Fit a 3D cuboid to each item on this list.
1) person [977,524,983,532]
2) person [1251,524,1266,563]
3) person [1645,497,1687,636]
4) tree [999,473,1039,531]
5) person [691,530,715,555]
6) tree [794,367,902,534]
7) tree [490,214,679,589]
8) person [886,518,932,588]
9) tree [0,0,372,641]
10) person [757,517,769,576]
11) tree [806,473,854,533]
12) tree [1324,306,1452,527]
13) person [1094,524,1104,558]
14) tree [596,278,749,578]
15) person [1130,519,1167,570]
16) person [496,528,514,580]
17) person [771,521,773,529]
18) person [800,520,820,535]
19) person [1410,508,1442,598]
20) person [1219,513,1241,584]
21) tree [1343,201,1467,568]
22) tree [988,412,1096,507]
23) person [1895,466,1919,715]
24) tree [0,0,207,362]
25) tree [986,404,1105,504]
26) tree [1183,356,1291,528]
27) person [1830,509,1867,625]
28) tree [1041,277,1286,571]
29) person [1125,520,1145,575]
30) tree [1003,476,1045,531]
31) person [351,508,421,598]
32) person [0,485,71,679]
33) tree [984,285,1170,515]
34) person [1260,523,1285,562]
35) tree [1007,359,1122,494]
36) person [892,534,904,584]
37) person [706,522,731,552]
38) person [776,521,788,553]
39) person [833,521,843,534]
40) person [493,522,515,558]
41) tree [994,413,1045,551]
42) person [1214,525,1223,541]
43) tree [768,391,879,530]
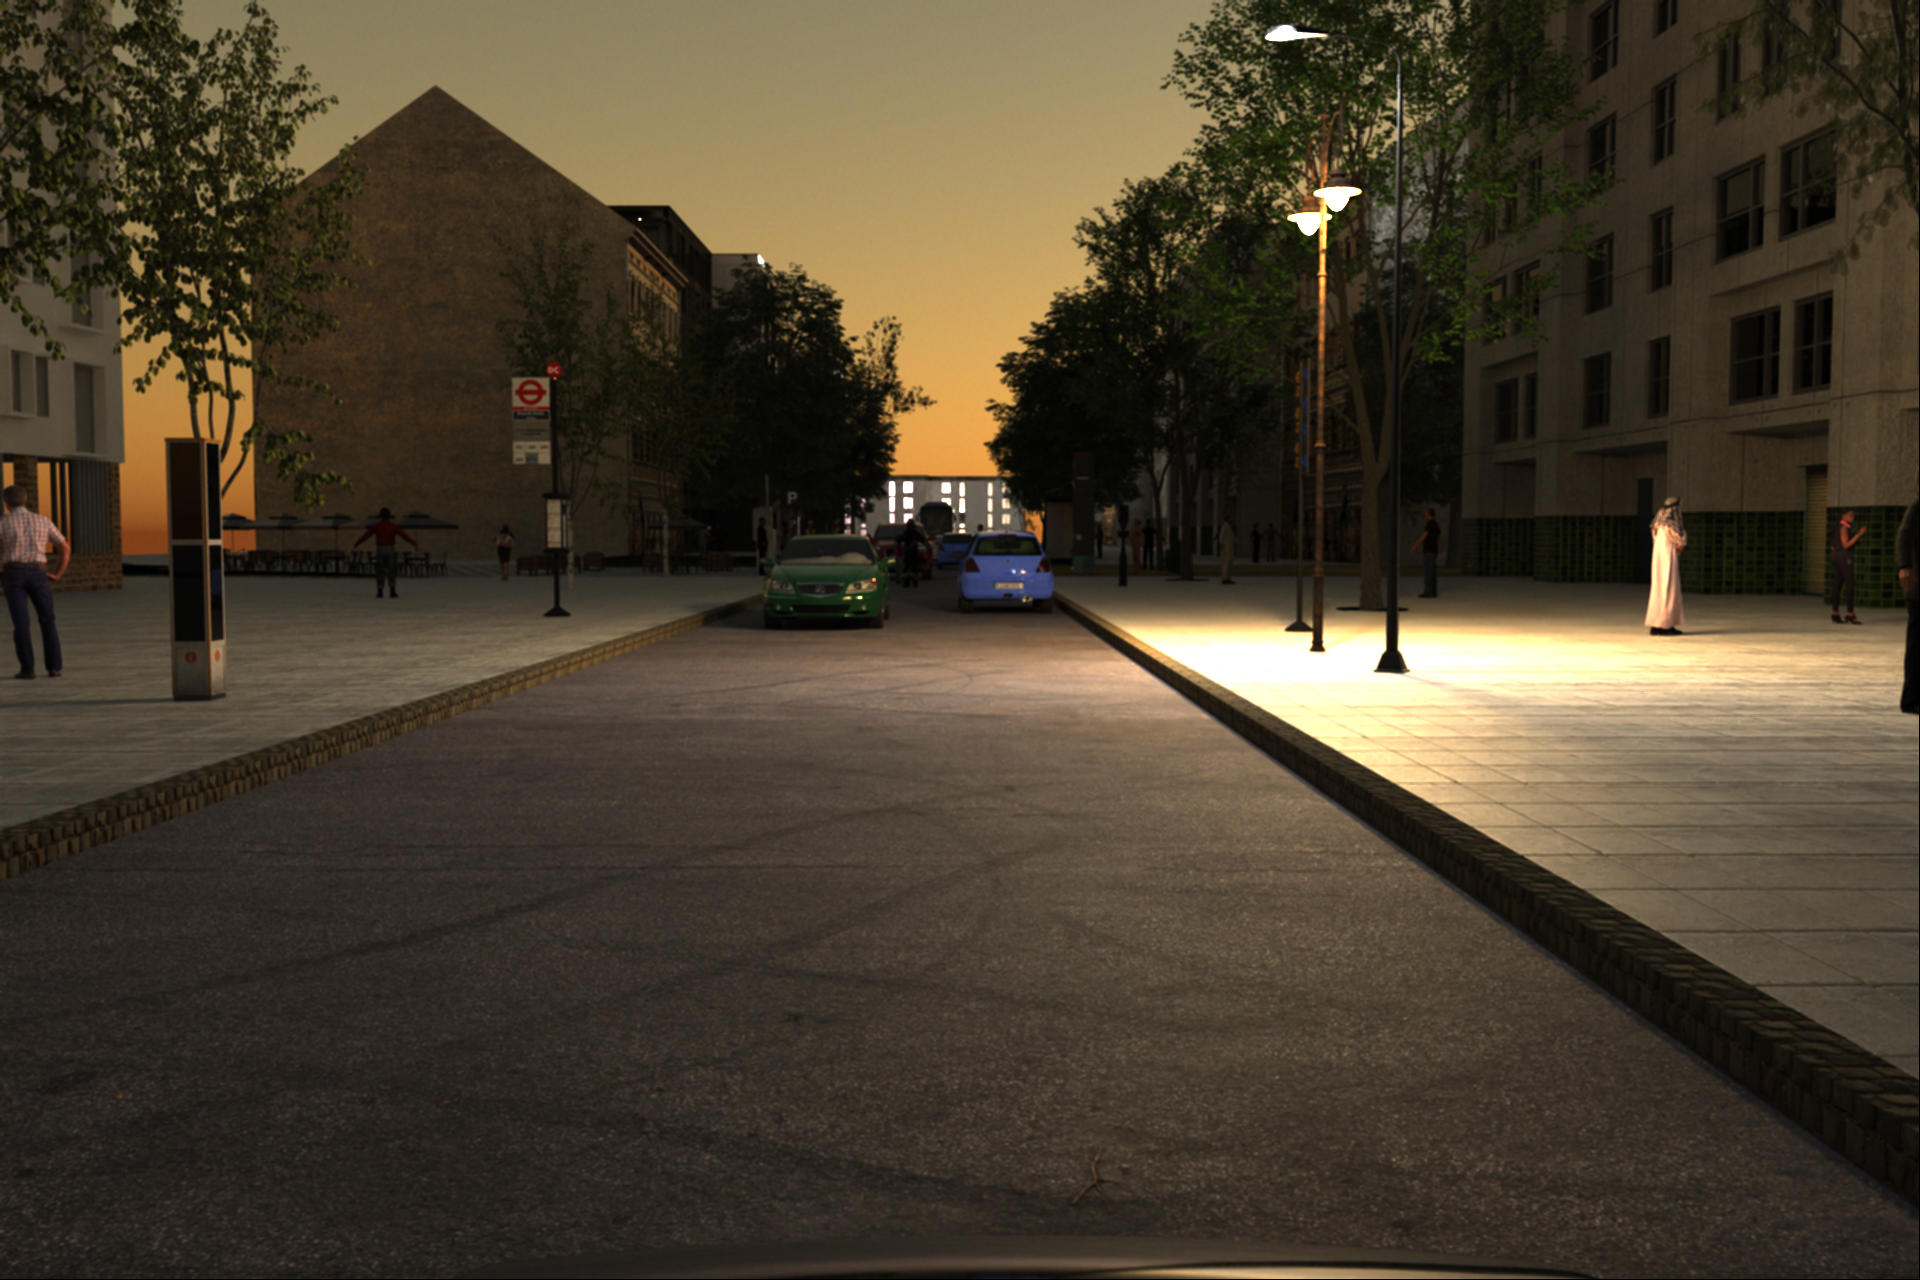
[{"bbox_3d":[0.784,-3.674,68.669,0.704,1.812,1.346,-1,4,-17],"label":"person"},{"bbox_3d":[13.036,-4.223,75.767,0.721,1.740,1.216,3,5,39],"label":"person"},{"bbox_3d":[8.968,-0.929,21.899,0.621,1.740,0.551,-1,4,-10],"label":"person"},{"bbox_3d":[5.730,-12.685,157.768,4.360,8.622,3.978,0,3,0],"label":"tree"},{"bbox_3d":[-13.514,-5.188,91.009,1.347,1.806,0.705,1,4,12],"label":"person"},{"bbox_3d":[-9.110,-13.789,132.110,9.857,13.997,8.962,0,3,0],"label":"tree"},{"bbox_3d":[-8.953,-5.489,40.107,4.737,8.622,4.395,0,3,0],"label":"tree"},{"bbox_3d":[-1.329,-2.338,46.460,1.354,1.856,0.705,1,4,23],"label":"person"},{"bbox_3d":[-8.780,-4.270,20.171,4.737,8.622,4.395,0,3,0],"label":"tree"},{"bbox_3d":[-6.092,-2.899,53.617,0.704,1.802,1.346,0,4,-2],"label":"person"},{"bbox_3d":[-9.199,-10.597,123.630,4.737,8.622,4.395,0,3,0],"label":"tree"},{"bbox_3d":[13.367,-6.462,56.014,4.360,8.622,3.978,0,3,0],"label":"tree"},{"bbox_3d":[7.362,-5.232,91.665,0.705,1.813,1.348,2,4,24],"label":"person"},{"bbox_3d":[-8.433,-6.146,50.851,4.737,8.622,4.395,0,3,0],"label":"tree"},{"bbox_3d":[6.737,-3.425,61.929,1.347,1.837,0.705,1,4,10],"label":"person"},{"bbox_3d":[-12.619,-2.363,47.862,0.628,1.438,0.799,-3,5,-42],"label":"person"},{"bbox_3d":[-7.793,-3.986,71.034,0.705,1.847,1.347,0,4,6],"label":"person"},{"bbox_3d":[-5.284,-3.351,61.250,1.216,1.772,0.721,0,4,-2],"label":"person"},{"bbox_3d":[9.499,-1.766,35.092,0.705,1.803,1.348,3,4,38],"label":"person"},{"bbox_3d":[6.881,-2.342,44.381,0.704,1.819,1.344,2,4,29],"label":"person"},{"bbox_3d":[18.749,-9.712,65.440,9.857,13.997,8.962,0,3,0],"label":"tree"},{"bbox_3d":[6.482,-11.478,122.074,8.767,10.594,7.601,-1,4,-21],"label":"tree"},{"bbox_3d":[6.959,-0.380,12.392,1.348,1.807,0.705,-3,5,-41],"label":"person"},{"bbox_3d":[-8.659,-3.923,14.501,4.737,8.622,4.395,0,3,0],"label":"tree"},{"bbox_3d":[6.151,-10.774,110.568,8.767,10.594,7.601,-2,4,-25],"label":"tree"},{"bbox_3d":[10.546,-7.153,67.317,4.737,8.622,4.395,0,3,0],"label":"tree"},{"bbox_3d":[12.709,-1.054,24.746,0.415,1.643,0.593,-2,4,-32],"label":"person"},{"bbox_3d":[6.975,-7.669,59.803,8.767,10.594,7.601,0,4,4],"label":"tree"},{"bbox_3d":[5.444,-2.890,54.054,0.721,1.733,1.217,-2,4,-25],"label":"person"},{"bbox_3d":[5.485,-12.267,150.920,4.360,8.622,3.978,0,3,0],"label":"tree"},{"bbox_3d":[-11.610,-1.769,35.027,1.345,1.816,0.704,-1,4,-13],"label":"person"},{"bbox_3d":[-8.315,-0.513,15.376,0.756,1.711,0.436,-2,4,-32],"label":"person"},{"bbox_3d":[5.943,-11.002,86.536,9.857,13.997,8.962,0,3,0],"label":"tree"},{"bbox_3d":[14.325,-4.497,79.791,1.348,1.796,0.705,2,4,30],"label":"person"},{"bbox_3d":[6.433,-10.715,100.948,9.928,11.665,9.643,0,3,0],"label":"tree"},{"bbox_3d":[-1.696,-2.342,50.015,0.599,1.433,0.991,-2,4,-33],"label":"person"},{"bbox_3d":[-10.296,-4.162,74.193,0.704,1.812,1.346,3,5,44],"label":"person"},{"bbox_3d":[-7.603,-4.175,74.410,0.704,1.843,1.345,-2,4,-28],"label":"person"},{"bbox_3d":[-5.060,-3.974,70.945,0.705,1.833,1.349,-2,4,-32],"label":"person"},{"bbox_3d":[-22.189,-4.815,84.487,0.705,1.858,1.354,2,4,30],"label":"person"},{"bbox_3d":[6.484,-12.813,135.240,9.928,11.665,9.643,0,3,0],"label":"tree"},{"bbox_3d":[13.550,-5.042,88.621,1.347,1.806,0.705,3,4,38],"label":"person"},{"bbox_3d":[-8.818,-10.535,106.663,8.767,10.594,7.601,1,4,14],"label":"tree"}]
